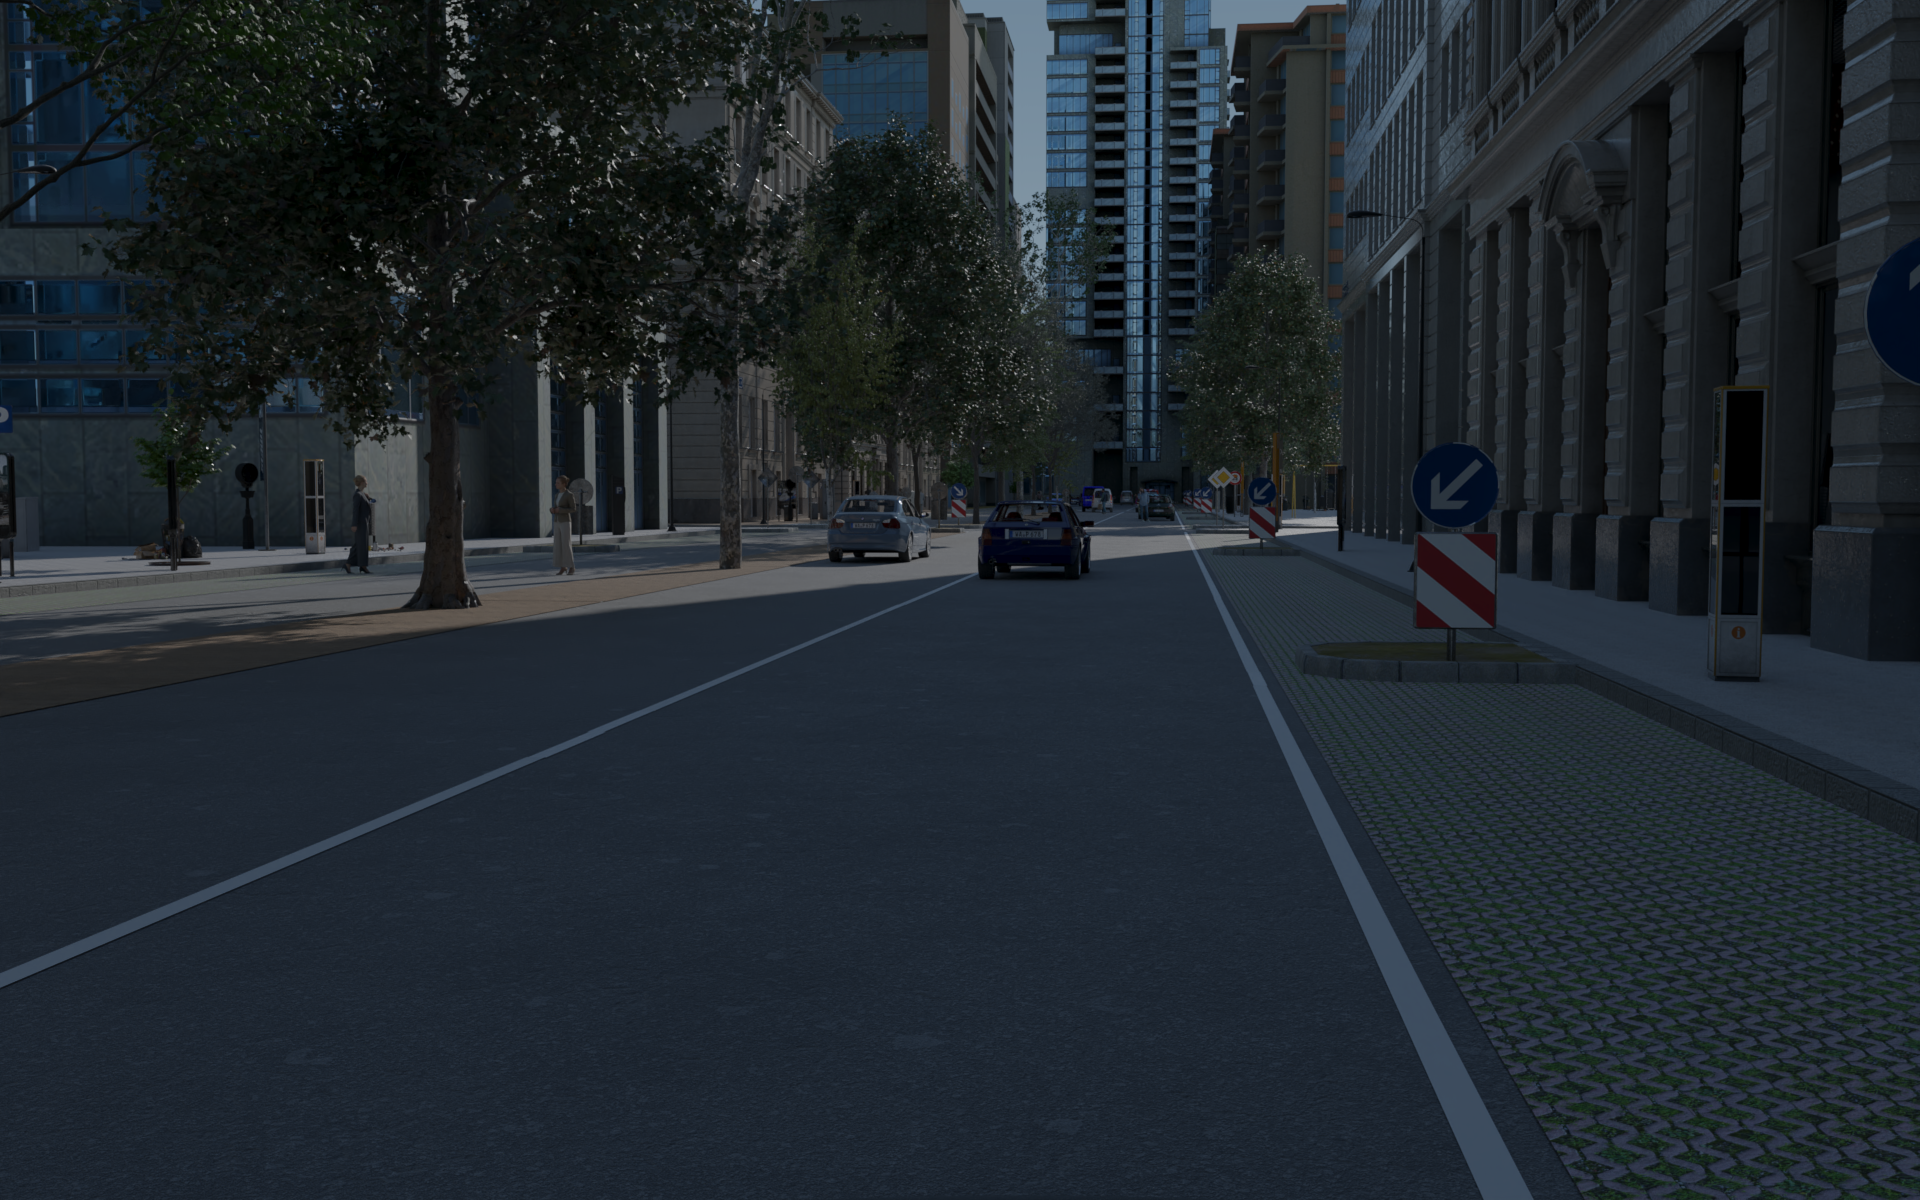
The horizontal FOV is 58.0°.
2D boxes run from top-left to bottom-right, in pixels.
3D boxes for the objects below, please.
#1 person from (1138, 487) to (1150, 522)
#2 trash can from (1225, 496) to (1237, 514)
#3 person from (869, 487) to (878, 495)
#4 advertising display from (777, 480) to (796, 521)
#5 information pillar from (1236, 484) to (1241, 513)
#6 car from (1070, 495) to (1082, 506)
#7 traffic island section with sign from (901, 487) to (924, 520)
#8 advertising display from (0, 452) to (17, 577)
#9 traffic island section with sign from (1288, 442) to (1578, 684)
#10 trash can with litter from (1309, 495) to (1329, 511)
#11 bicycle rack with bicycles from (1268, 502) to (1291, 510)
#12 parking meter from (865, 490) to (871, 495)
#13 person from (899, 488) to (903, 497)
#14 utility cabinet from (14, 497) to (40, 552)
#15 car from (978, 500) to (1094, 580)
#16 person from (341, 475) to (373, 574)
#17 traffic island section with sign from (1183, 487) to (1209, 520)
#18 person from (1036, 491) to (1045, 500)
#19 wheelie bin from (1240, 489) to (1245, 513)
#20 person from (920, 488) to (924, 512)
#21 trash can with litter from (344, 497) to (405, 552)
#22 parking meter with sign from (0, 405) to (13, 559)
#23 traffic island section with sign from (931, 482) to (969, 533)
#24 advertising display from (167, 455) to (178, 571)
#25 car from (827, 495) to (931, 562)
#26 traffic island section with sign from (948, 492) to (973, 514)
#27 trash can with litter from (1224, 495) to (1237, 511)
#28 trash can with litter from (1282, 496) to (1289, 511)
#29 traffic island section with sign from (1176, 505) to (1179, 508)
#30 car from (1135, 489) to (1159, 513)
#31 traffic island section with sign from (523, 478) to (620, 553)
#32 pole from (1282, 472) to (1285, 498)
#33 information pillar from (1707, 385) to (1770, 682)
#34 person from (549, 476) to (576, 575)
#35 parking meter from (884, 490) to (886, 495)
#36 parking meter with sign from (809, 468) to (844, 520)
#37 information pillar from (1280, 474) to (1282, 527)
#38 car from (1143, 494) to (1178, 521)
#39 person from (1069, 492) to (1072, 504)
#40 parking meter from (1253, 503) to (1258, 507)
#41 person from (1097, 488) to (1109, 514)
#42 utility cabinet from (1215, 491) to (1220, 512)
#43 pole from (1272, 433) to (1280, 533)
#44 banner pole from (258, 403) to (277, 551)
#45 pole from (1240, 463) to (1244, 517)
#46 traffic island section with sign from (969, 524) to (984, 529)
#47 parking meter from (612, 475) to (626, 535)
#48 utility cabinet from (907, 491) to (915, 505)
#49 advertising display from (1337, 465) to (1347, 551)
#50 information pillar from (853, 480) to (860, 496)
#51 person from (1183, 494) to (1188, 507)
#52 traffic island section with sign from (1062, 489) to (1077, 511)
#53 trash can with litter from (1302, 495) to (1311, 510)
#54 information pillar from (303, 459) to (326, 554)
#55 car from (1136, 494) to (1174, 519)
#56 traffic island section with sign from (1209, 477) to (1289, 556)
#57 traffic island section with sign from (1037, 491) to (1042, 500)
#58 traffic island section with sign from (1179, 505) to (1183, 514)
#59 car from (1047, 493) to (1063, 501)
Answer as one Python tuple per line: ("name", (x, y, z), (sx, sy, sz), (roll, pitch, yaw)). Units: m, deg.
("person", (9.439, -4.895, 88.792), (0.793, 1.790, 0.793), (-2, 4, -30))
("trash can", (17.557, -6.156, 112.301), (0.748, 1.137, 0.748), (0, 3, 0))
("person", (-3.863, -4.317, 79.277), (0.606, 1.804, 0.583), (3, 5, 40))
("advertising display", (-8.110, -4.672, 81.593), (0.974, 1.923, 0.123), (0, 4, 4))
("information pillar", (19.432, -7.094, 120.481), (0.304, 2.012, 0.304), (2, 4, 28))
("car", (13.356, -11.586, 202.004), (1.945, 1.354, 3.894), (0, 4, 8))
("traffic island section with sign", (-3.059, -5.436, 97.513), (1.989, 1.847, 2.006), (0, 4, 7))
("advertising display", (-15.148, -1.332, 26.986), (0.974, 1.923, 0.123), (1, 4, 15))
("traffic island section with sign", (3.764, -0.329, 14.010), (1.989, 1.847, 2.006), (0, 4, 7))
("trash can with litter", (27.162, -7.320, 130.738), (1.678, 1.210, 2.233), (-2, 4, -26))
("bicycle rack with bicycles", (25.114, -7.597, 137.591), (2.852, 0.926, 2.925), (-3, 5, -44))
("parking meter", (-5.143, -5.407, 96.822), (0.372, 1.533, 0.369), (0, 3, 0))
("person", (-3.096, -4.799, 87.517), (0.362, 1.759, 0.519), (-2, 4, -30))
("utility cabinet", (-20.945, -1.692, 38.827), (0.306, 1.237, 1.020), (-1, 4, -14))
("car", (1.353, -1.091, 30.425), (1.945, 1.354, 3.894), (0, 4, 8))
("person", (-10.749, -1.346, 30.934), (0.534, 1.772, 0.576), (-2, 4, -35))
("traffic island section with sign", (13.619, -5.381, 96.613), (1.989, 1.847, 2.006), (0, 4, 7))
("person", (8.804, -11.146, 191.450), (1.217, 1.736, 0.721), (-2, 4, -25))
("wheelie bin", (19.114, -6.587, 115.605), (0.693, 1.594, 0.980), (-3, 4, -37))
("person", (-2.476, -5.854, 104.404), (0.606, 1.804, 0.583), (-3, 5, -41))
("trash can with litter", (-13.245, -1.747, 39.619), (1.678, 1.210, 2.233), (0, 4, 6))
("parking meter with sign", (-19.254, -2.346, 34.611), (0.543, 3.016, 1.738), (-2, 4, -32))
("traffic island section with sign", (-0.864, -3.458, 64.668), (2.006, 1.907, 1.989), (0, 4, 7))
("advertising display", (-13.295, -1.470, 29.249), (0.123, 1.923, 0.974), (-2, 4, -23))
("car", (-1.735, -1.575, 37.750), (2.014, 1.417, 4.499), (0, 4, 7))
("traffic island section with sign", (0.223, -7.118, 125.012), (1.989, 1.847, 2.006), (0, 4, 7))
("trash can with litter", (20.824, -7.380, 131.726), (1.678, 1.210, 2.233), (-1, 4, -17))
("trash can with litter", (24.465, -7.365, 131.812), (1.055, 1.170, 0.624), (2, 4, 33))
("traffic island section with sign", (22.659, -10.012, 172.327), (1.989, 1.847, 2.006), (0, 4, 7))
("car", (14.825, -7.782, 135.908), (2.281, 1.827, 5.304), (0, 4, 7))
("traffic island section with sign", (-9.563, -2.104, 43.021), (1.989, 1.847, 2.006), (0, 4, 7))
("pole", (26.070, -8.910, 139.529), (0.158, 3.312, 0.155), (0, 3, 0))
("information pillar", (5.343, -0.453, 11.906), (0.304, 2.012, 0.304), (1, 4, 14))
("person", (-7.072, -1.325, 30.707), (0.519, 1.759, 0.362), (3, 4, 38))
("parking meter", (-4.408, -5.898, 104.842), (0.372, 1.533, 0.369), (0, 3, 0))
("parking meter with sign", (-6.752, -5.592, 87.687), (1.738, 3.016, 0.543), (-2, 4, -26))
("information pillar", (11.681, -3.622, 63.716), (0.304, 2.012, 0.304), (0, 4, 3))
("car", (10.685, -5.089, 92.987), (2.009, 1.686, 4.222), (0, 4, 7))
("person", (12.425, -11.328, 194.420), (0.721, 1.735, 1.217), (0, 4, 6))
("parking meter", (19.986, -6.834, 117.454), (0.255, 1.863, 0.399), (3, 5, 42))
("person", (10.093, -6.943, 122.003), (0.794, 1.824, 0.713), (-3, 5, -40))
("utility cabinet", (18.142, -6.932, 122.024), (0.318, 1.500, 1.173), (0, 4, 7))
("pole", (10.520, -3.905, 57.693), (0.158, 3.312, 0.155), (0, 3, 0))
("banner pole", (-15.791, -3.012, 39.262), (0.401, 3.779, 0.863), (-2, 4, -32))
("pole", (15.879, -6.337, 97.448), (0.158, 3.312, 0.155), (0, 3, 0))
("traffic island section with sign", (0.024, -3.907, 72.022), (2.006, 1.907, 1.989), (0, 4, 7))
("parking meter", (-10.663, -2.961, 54.130), (0.399, 1.863, 0.255), (-2, 4, -24))
("utility cabinet", (-3.359, -6.557, 115.891), (0.318, 1.500, 1.173), (2, 4, 29))
("advertising display", (8.616, -2.073, 39.108), (0.123, 1.923, 0.974), (1, 4, 18))
("information pillar", (-5.657, -5.494, 94.312), (0.304, 2.012, 0.304), (0, 4, -1))
("person", (23.886, -10.580, 182.002), (0.721, 1.766, 1.217), (-3, 4, -38))
("traffic island section with sign", (8.922, -8.471, 146.634), (2.006, 1.907, 1.989), (0, 4, 7))
("trash can with litter", (28.162, -7.880, 140.222), (0.624, 1.170, 1.055), (-1, 4, -17))
("information pillar", (-13.740, -1.980, 36.870), (0.304, 2.012, 0.304), (1, 4, 10))
("car", (11.176, -5.356, 99.367), (2.131, 1.459, 4.920), (0, 4, 7))
("traffic island section with sign", (6.960, -1.966, 40.775), (1.989, 1.847, 2.006), (0, 4, 7))
("traffic island section with sign", (9.283, -11.759, 200.892), (1.989, 1.847, 2.006), (0, 4, 7))
("traffic island section with sign", (16.822, -7.018, 123.378), (1.989, 1.847, 2.006), (0, 4, 7))
("car", (9.995, -10.431, 180.137), (1.945, 1.707, 3.694), (0, 4, 7))
